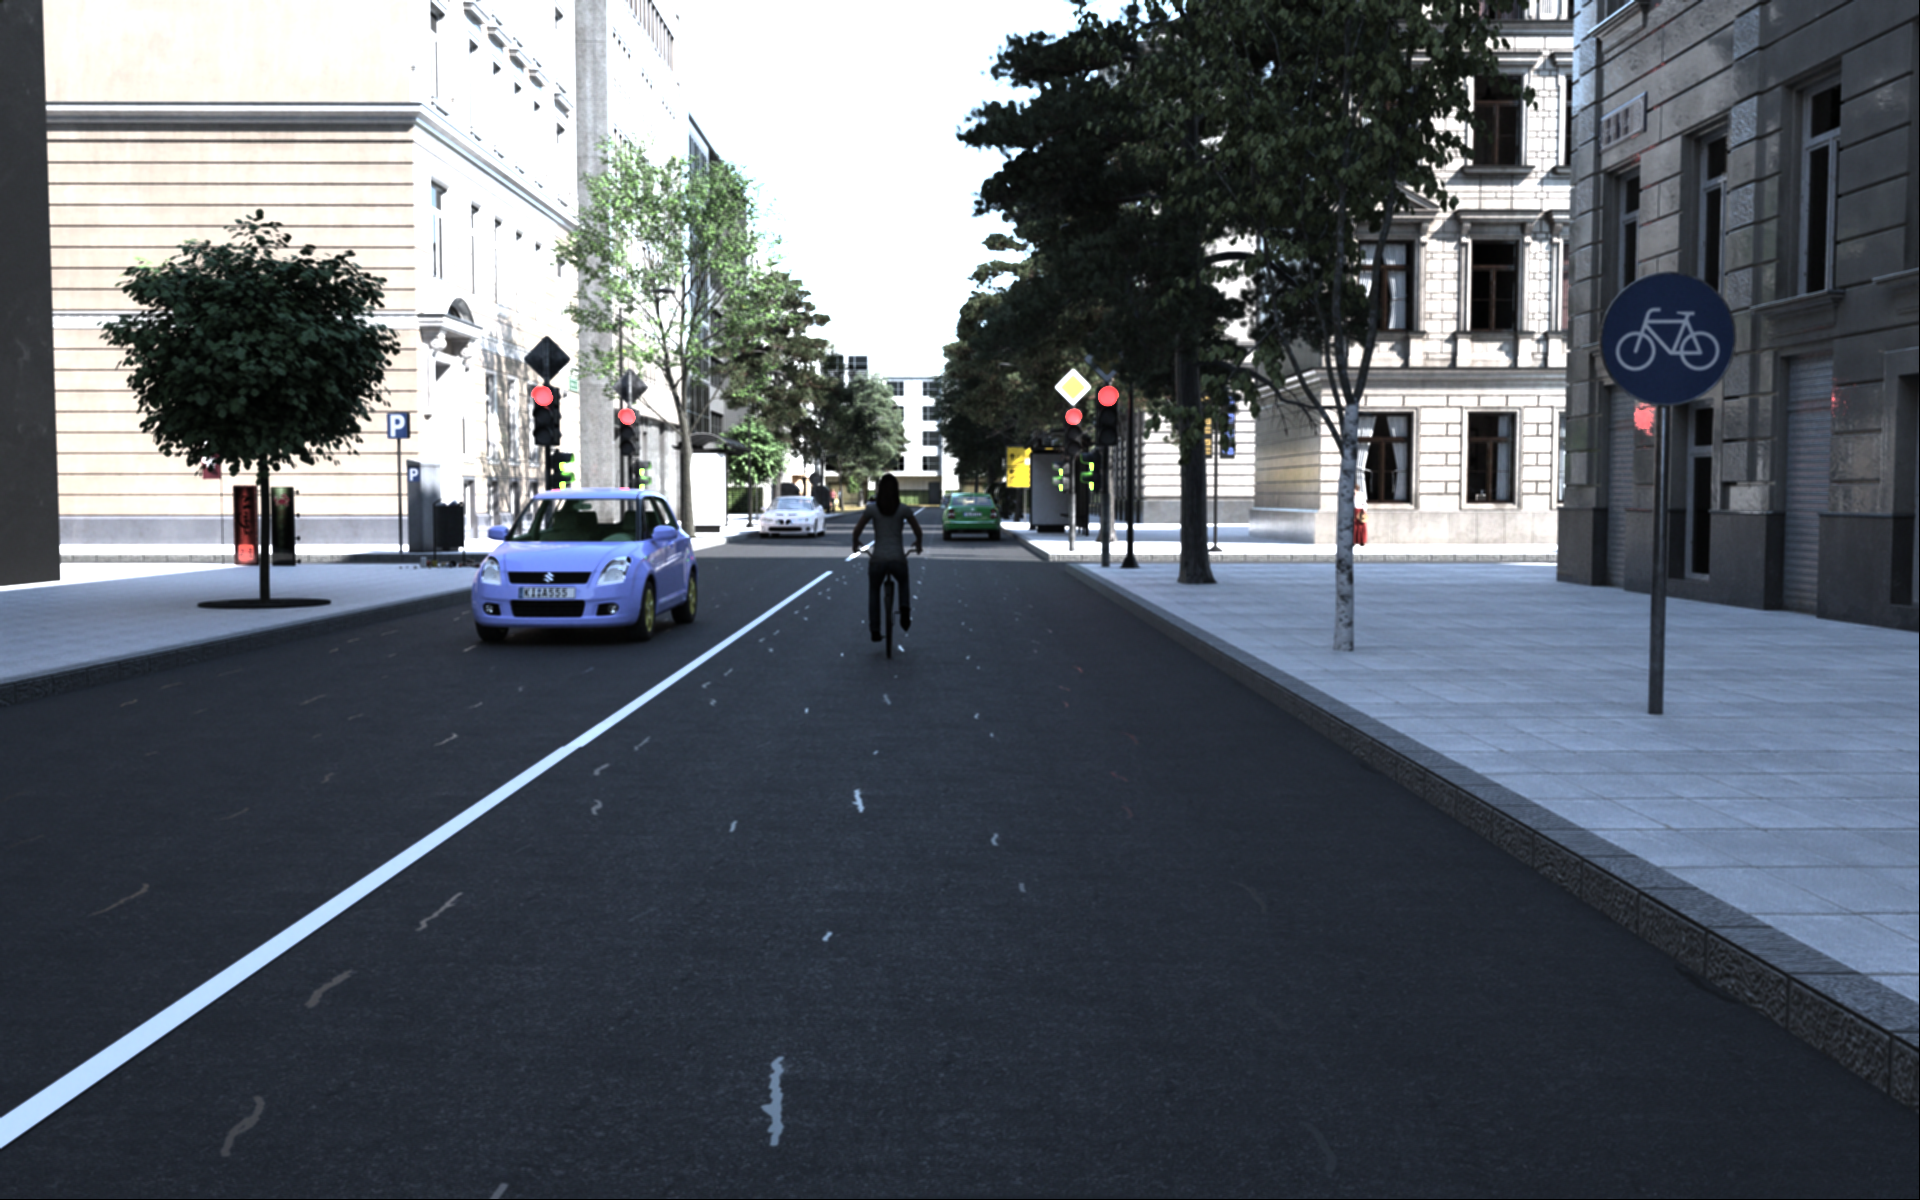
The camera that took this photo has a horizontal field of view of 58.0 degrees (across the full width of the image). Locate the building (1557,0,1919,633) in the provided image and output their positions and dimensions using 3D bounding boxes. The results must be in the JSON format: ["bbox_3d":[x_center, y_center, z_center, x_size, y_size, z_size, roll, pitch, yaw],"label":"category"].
[{"bbox_3d":[14.539,-13.173,12.641,12.463,27.353,25.104,0,4,-1],"label":"building"}]

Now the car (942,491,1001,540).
[{"bbox_3d":[0.334,-2.826,54.993,1.959,1.807,4.718,0,4,-1],"label":"car"}]

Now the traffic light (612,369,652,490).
[{"bbox_3d":[-7.283,-3.004,38.353,0.839,4.213,0.868,0,4,-1],"label":"traffic light"}]

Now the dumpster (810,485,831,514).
[{"bbox_3d":[-9.103,-6.552,112.889,1.264,1.857,1.865,0,4,-1],"label":"dumpster"}]

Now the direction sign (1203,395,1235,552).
[{"bbox_3d":[5.654,-2.829,38.254,0.876,3.537,0.379,-1,4,-14],"label":"direction sign"}]

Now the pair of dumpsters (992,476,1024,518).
[{"bbox_3d":[2.710,-5.553,93.287,1.574,2.255,4.436,0,4,-1],"label":"pair of dumpsters"}]

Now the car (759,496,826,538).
[{"bbox_3d":[-5.595,-2.805,58.224,2.083,1.381,4.827,0,4,1],"label":"car"}]

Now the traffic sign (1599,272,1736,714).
[{"bbox_3d":[4.064,-0.608,10.040,0.768,2.556,0.104,0,4,3],"label":"traffic sign"}]

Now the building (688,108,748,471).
[{"bbox_3d":[-20.566,-17.057,97.951,14.314,24.678,30.058,0,4,-1],"label":"building"}]

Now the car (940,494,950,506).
[{"bbox_3d":[-1.098,-10.350,181.217,2.014,1.417,4.499,0,4,0],"label":"car"}]

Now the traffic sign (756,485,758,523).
[{"bbox_3d":[-8.969,-4.672,76.393,0.884,2.594,0.081,0,4,1],"label":"traffic sign"}]

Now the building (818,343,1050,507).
[{"bbox_3d":[-1.870,-21.068,210.918,31.486,18.905,16.747,0,4,-1],"label":"building"}]

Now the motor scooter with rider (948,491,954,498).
[{"bbox_3d":[-0.726,-9.889,170.645,0.876,1.779,1.986,0,4,0],"label":"motor scooter with rider"}]

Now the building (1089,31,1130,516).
[{"bbox_3d":[14.133,-19.400,103.094,13.634,28.700,20.117,0,4,-1],"label":"building"}]

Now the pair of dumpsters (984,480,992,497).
[{"bbox_3d":[2.344,-6.534,109.322,1.574,2.255,4.436,0,4,-1],"label":"pair of dumpsters"}]

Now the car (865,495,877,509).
[{"bbox_3d":[-6.100,-7.127,129.109,1.945,1.354,3.894,0,4,1],"label":"car"}]

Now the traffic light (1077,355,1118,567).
[{"bbox_3d":[2.552,-2.522,30.474,0.839,4.213,0.868,0,4,-1],"label":"traffic light"}]

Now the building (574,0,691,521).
[{"bbox_3d":[-18.869,-15.592,72.957,12.078,24.808,19.932,0,4,-1],"label":"building"}]

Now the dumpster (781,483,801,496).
[{"bbox_3d":[-8.732,-5.003,87.554,1.264,1.857,1.865,0,4,-1],"label":"dumpster"}]

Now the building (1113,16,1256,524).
[{"bbox_3d":[12.501,-15.505,82.392,11.050,23.489,19.941,0,4,-1],"label":"building"}]

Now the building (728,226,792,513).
[{"bbox_3d":[-22.431,-16.115,129.936,16.747,18.905,31.486,0,4,-1],"label":"building"}]

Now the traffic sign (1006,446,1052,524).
[{"bbox_3d":[3.070,-4.845,73.086,2.265,3.308,0.079,0,4,3],"label":"traffic sign"}]

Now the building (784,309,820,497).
[{"bbox_3d":[-20.272,-19.584,176.614,11.380,20.091,16.016,0,4,-1],"label":"building"}]

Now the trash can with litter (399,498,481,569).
[{"bbox_3d":[-8.618,-1.190,30.508,2.233,1.210,1.678,0,4,-7],"label":"trash can with litter"}]

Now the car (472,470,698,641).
[{"bbox_3d":[-3.833,-0.517,18.040,1.945,1.707,3.694,0,4,1],"label":"car"}]

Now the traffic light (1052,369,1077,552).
[{"bbox_3d":[2.478,-3.010,38.459,0.839,4.213,0.868,0,4,-1],"label":"traffic light"}]

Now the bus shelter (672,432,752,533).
[{"bbox_3d":[-8.460,-4.012,59.517,2.014,3.302,5.546,0,4,0],"label":"bus shelter"}]

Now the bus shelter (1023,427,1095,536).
[{"bbox_3d":[3.125,-3.737,55.023,2.014,3.302,5.546,0,4,-1],"label":"bus shelter"}]

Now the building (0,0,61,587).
[{"bbox_3d":[-21.130,-11.559,18.664,15.834,23.373,12.332,0,4,-1],"label":"building"}]

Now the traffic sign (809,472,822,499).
[{"bbox_3d":[-8.399,-6.130,100.328,0.768,2.556,0.104,0,4,7],"label":"traffic sign"}]

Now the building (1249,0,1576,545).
[{"bbox_3d":[17.975,-11.210,47.914,19.286,19.102,10.561,0,4,-1],"label":"building"}]

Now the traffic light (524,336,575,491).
[{"bbox_3d":[-7.209,-2.515,30.368,0.839,4.213,0.868,0,4,-1],"label":"traffic light"}]

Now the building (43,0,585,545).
[{"bbox_3d":[-19.840,-16.302,52.434,13.634,28.700,20.117,0,4,-1],"label":"building"}]

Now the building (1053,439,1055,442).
[{"bbox_3d":[14.339,-19.737,179.114,16.016,20.091,11.380,0,4,-1],"label":"building"}]
